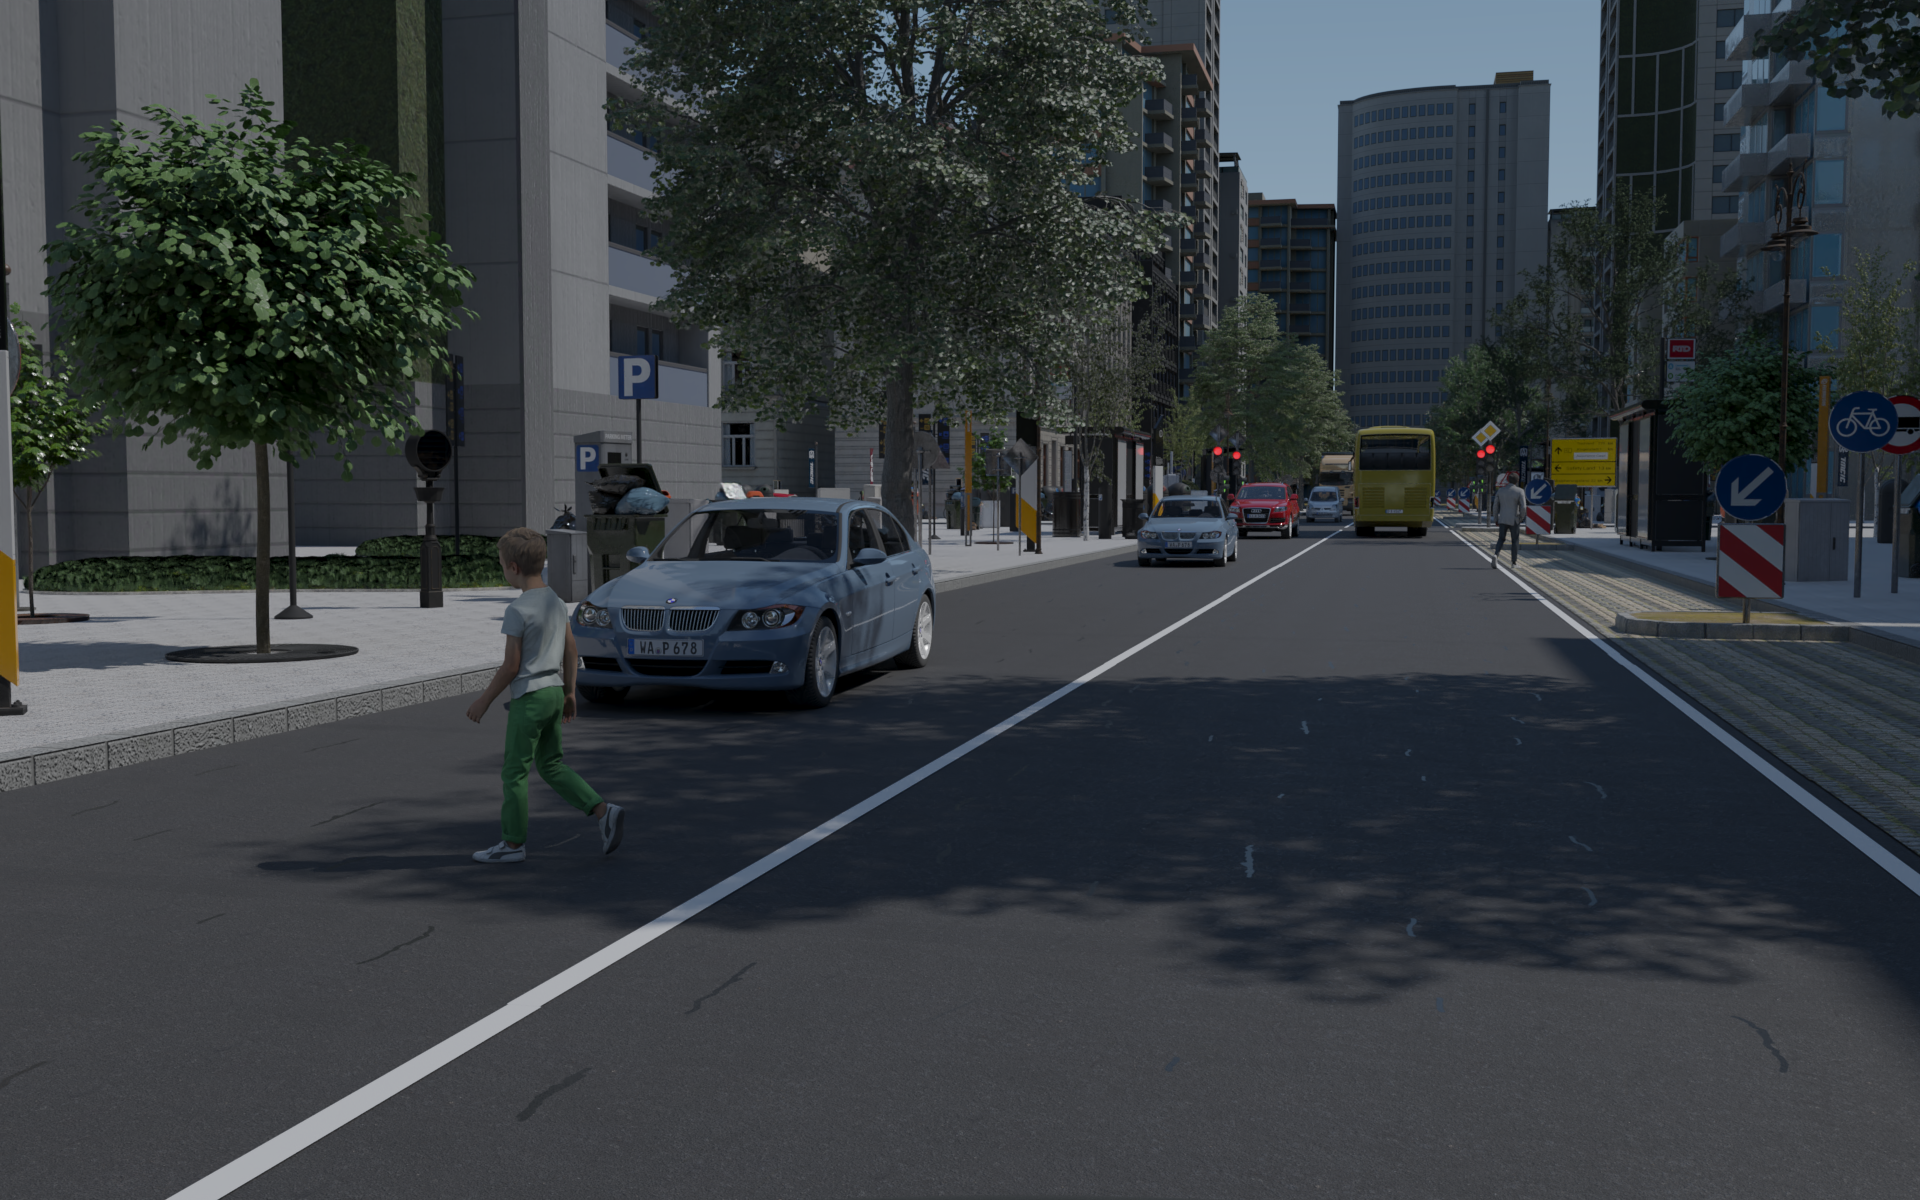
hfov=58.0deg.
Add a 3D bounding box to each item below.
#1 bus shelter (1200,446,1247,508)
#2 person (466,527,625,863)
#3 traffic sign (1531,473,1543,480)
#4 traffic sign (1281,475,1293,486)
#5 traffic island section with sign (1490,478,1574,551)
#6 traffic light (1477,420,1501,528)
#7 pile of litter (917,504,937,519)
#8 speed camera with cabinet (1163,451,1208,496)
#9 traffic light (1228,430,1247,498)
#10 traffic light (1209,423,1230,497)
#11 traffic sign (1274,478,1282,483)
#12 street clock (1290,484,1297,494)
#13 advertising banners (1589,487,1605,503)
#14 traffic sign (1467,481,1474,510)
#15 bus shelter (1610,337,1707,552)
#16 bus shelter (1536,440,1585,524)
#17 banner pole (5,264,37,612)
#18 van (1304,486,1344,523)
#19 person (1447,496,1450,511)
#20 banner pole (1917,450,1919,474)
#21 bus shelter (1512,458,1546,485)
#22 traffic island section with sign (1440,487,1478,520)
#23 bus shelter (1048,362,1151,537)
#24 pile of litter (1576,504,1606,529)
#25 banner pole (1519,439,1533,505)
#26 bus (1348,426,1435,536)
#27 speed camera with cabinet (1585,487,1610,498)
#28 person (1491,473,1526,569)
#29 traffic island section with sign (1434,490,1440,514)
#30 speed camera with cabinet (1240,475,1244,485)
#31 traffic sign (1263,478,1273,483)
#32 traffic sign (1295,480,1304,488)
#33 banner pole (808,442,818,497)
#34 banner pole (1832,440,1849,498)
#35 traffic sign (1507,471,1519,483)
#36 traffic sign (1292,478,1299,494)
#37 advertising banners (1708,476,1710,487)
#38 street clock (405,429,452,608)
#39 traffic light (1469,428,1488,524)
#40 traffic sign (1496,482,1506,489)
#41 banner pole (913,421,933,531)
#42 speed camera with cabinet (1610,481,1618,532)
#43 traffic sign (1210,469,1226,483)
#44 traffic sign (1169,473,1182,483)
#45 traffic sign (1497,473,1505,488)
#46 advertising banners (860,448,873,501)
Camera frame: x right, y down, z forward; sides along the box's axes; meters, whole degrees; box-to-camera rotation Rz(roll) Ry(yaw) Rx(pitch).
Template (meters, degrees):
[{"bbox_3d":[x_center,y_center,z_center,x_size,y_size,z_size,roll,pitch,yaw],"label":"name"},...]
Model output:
[{"bbox_3d":[13.294,-5.860,87.097,1.731,3.624,6.357,1,4,14],"label":"bus shelter"},{"bbox_3d":[-1.611,0.368,6.739,0.590,1.304,0.306,0,4,0],"label":"person"},{"bbox_3d":[27.501,-4.921,82.584,0.606,2.300,0.079,1,4,21],"label":"traffic sign"},{"bbox_3d":[21.292,-6.890,112.762,0.768,2.556,0.104,1,4,16],"label":"traffic sign"},{"bbox_3d":[14.769,-2.210,44.760,1.989,1.847,2.006,1,4,14],"label":"traffic island section with sign"},{"bbox_3d":[20.212,-4.725,66.180,0.839,4.253,0.868,1,4,14],"label":"traffic light"},{"bbox_3d":[-1.948,-4.513,87.750,1.719,0.858,1.176,2,4,33],"label":"pile of litter"},{"bbox_3d":[10.472,-5.280,80.662,2.038,3.252,0.660,0,4,-7],"label":"speed camera with cabinet"},{"bbox_3d":[12.244,-5.353,76.435,0.839,4.253,0.868,1,4,14],"label":"traffic light"},{"bbox_3d":[10.266,-4.879,68.698,0.839,4.253,0.868,1,4,14],"label":"traffic light"},{"bbox_3d":[25.340,-8.414,137.671,0.768,2.556,0.104,2,4,23],"label":"traffic sign"},{"bbox_3d":[23.856,-7.295,123.840,0.471,2.002,0.358,-2,4,-28],"label":"street clock"},{"bbox_3d":[37.940,-6.423,101.210,2.074,3.025,0.090,2,4,26],"label":"advertising banners"},{"bbox_3d":[40.823,-8.437,137.949,0.884,2.594,0.081,1,4,15],"label":"traffic sign"},{"bbox_3d":[17.188,-3.955,42.288,2.179,5.291,8.768,1,4,14],"label":"bus shelter"},{"bbox_3d":[26.890,-5.277,77.555,1.731,3.624,6.357,1,4,14],"label":"bus shelter"},{"bbox_3d":[-10.518,-1.781,19.131,0.401,3.779,0.863,-2,4,-35],"label":"banner pole"},{"bbox_3d":[18.624,-4.980,88.438,2.013,2.044,4.112,1,4,15],"label":"van"},{"bbox_3d":[41.916,-8.540,148.816,0.721,1.739,1.217,1,4,11],"label":"person"},{"bbox_3d":[39.901,-5.011,71.949,0.863,3.779,0.401,-2,4,-32],"label":"banner pole"},{"bbox_3d":[32.659,-6.410,98.728,2.014,3.302,5.546,1,4,14],"label":"bus shelter"},{"bbox_3d":[28.339,-5.457,97.853,1.989,1.847,2.006,1,4,14],"label":"traffic island section with sign"},{"bbox_3d":[4.383,-4.743,55.187,2.179,5.291,8.768,1,4,14],"label":"bus shelter"},{"bbox_3d":[23.566,-3.120,64.976,1.176,0.858,1.719,0,4,6],"label":"pile of litter"},{"bbox_3d":[25.819,-5.441,78.978,0.863,3.779,0.401,-1,4,-20],"label":"banner pole"},{"bbox_3d":[15.322,-4.293,61.739,2.896,3.916,12.252,1,4,12],"label":"bus"},{"bbox_3d":[36.456,-6.483,100.338,2.038,3.252,0.660,0,4,-3],"label":"speed camera with cabinet"},{"bbox_3d":[10.497,-1.516,33.139,0.661,1.843,0.795,3,5,41],"label":"person"},{"bbox_3d":[35.108,-7.074,124.286,1.989,1.847,2.006,1,4,14],"label":"traffic island section with sign"},{"bbox_3d":[18.724,-7.327,114.125,2.038,3.252,0.660,-3,5,-43],"label":"speed camera with cabinet"},{"bbox_3d":[24.786,-8.524,139.474,0.768,2.556,0.104,1,4,16],"label":"traffic sign"},{"bbox_3d":[27.291,-8.454,139.410,0.795,2.450,0.064,1,4,18],"label":"traffic sign"},{"bbox_3d":[-7.060,-5.723,83.591,0.401,3.779,0.863,2,4,31],"label":"banner pole"},{"bbox_3d":[35.998,-4.948,70.919,0.863,3.779,0.401,0,4,-7],"label":"banner pole"},{"bbox_3d":[30.473,-5.825,95.339,0.768,2.556,0.104,1,4,22],"label":"traffic sign"},{"bbox_3d":[27.387,-8.614,140.940,0.768,2.556,0.104,1,4,22],"label":"traffic sign"},{"bbox_3d":[60.008,-8.649,137.606,2.074,3.025,0.090,0,4,-3],"label":"advertising banners"},{"bbox_3d":[-5.972,-0.914,19.515,0.358,2.002,0.471,3,5,40],"label":"street clock"},{"bbox_3d":[22.191,-5.199,73.917,0.839,4.253,0.868,1,4,14],"label":"traffic light"},{"bbox_3d":[39.252,-7.704,125.968,0.884,2.594,0.081,1,4,17],"label":"traffic sign"},{"bbox_3d":[-1.332,-4.246,59.435,0.863,3.779,0.401,0,4,-2],"label":"banner pole"},{"bbox_3d":[22.396,-3.847,57.234,0.660,3.252,2.038,0,4,-6],"label":"speed camera with cabinet"},{"bbox_3d":[11.963,-4.907,80.337,0.768,2.556,0.104,1,4,21],"label":"traffic sign"},{"bbox_3d":[10.256,-4.921,82.581,0.606,2.300,0.079,1,4,22],"label":"traffic sign"},{"bbox_3d":[33.367,-6.505,106.463,0.768,2.556,0.104,1,4,23],"label":"traffic sign"},{"bbox_3d":[-3.485,-4.212,65.059,0.090,3.025,2.074,1,4,11],"label":"advertising banners"}]
